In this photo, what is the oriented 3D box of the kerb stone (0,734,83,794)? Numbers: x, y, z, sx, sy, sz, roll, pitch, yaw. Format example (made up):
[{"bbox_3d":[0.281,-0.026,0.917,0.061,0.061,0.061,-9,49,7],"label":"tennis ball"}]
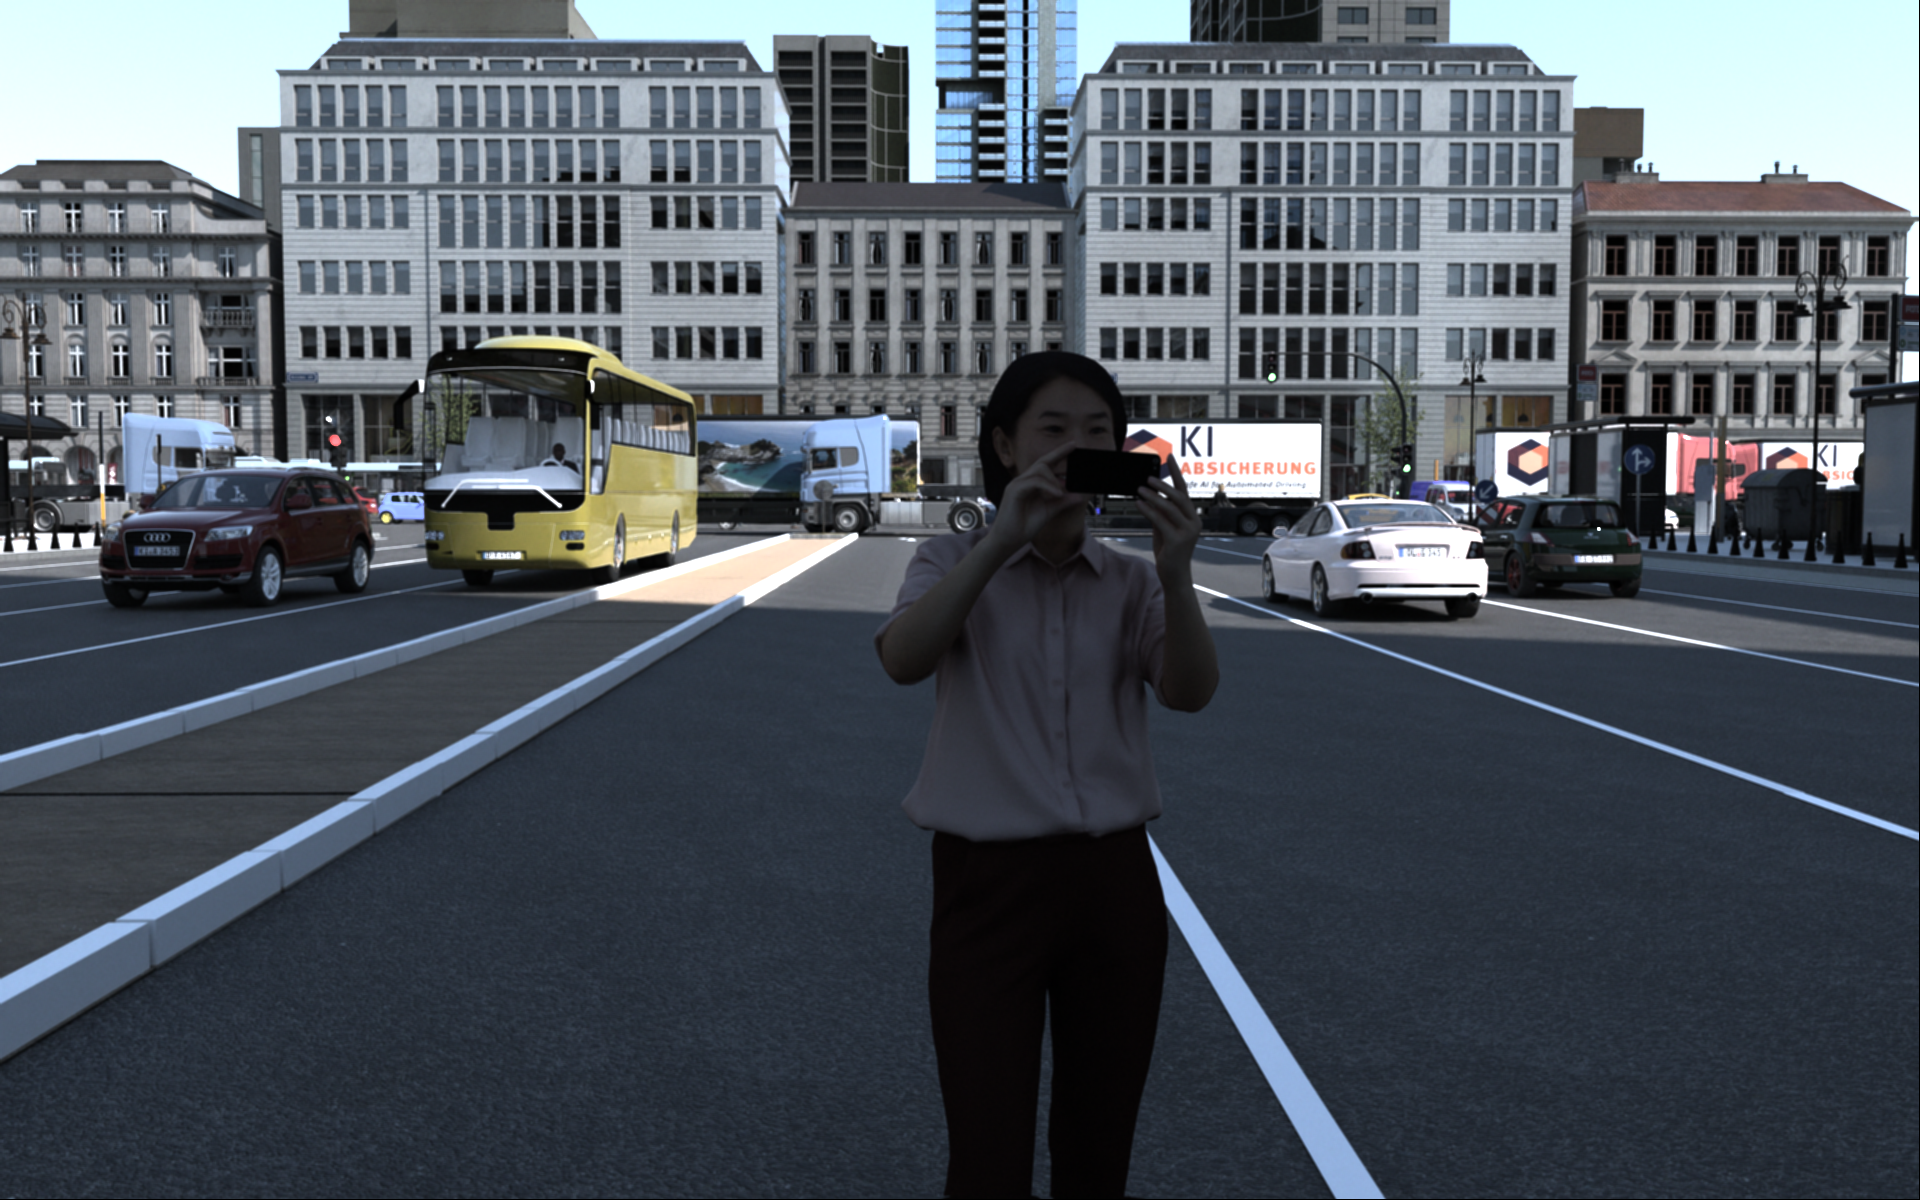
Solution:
[{"bbox_3d":[-4.653,0.821,8.769,0.120,0.150,1.000,0,4,-1],"label":"kerb stone"}]

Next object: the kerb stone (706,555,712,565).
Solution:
[{"bbox_3d":[-5.116,-0.755,34.566,0.120,0.150,1.000,0,4,-1],"label":"kerb stone"}]

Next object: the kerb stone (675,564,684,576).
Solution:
[{"bbox_3d":[-5.033,-0.502,30.430,0.120,0.150,1.000,0,4,-1],"label":"kerb stone"}]

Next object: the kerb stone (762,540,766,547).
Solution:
[{"bbox_3d":[-5.322,-1.448,45.918,0.120,0.150,1.000,0,4,-1],"label":"kerb stone"}]

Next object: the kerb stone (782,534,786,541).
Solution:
[{"bbox_3d":[-5.424,-1.829,52.118,0.120,0.150,1.000,0,4,-1],"label":"kerb stone"}]

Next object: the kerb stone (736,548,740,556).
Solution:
[{"bbox_3d":[-5.213,-1.068,39.738,0.120,0.150,1.000,0,4,-1],"label":"kerb stone"}]

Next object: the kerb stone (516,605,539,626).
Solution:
[{"bbox_3d":[-4.833,0.191,19.071,0.120,0.150,1.000,0,4,-1],"label":"kerb stone"}]

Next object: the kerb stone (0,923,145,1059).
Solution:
[{"bbox_3d":[-2.482,1.071,4.693,0.120,0.150,1.000,0,4,-1],"label":"kerb stone"}]

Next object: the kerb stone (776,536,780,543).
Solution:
[{"bbox_3d":[-5.386,-1.698,50.059,0.120,0.150,1.000,0,4,-1],"label":"kerb stone"}]

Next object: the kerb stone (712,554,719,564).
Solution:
[{"bbox_3d":[-5.129,-0.820,35.600,0.120,0.150,1.000,0,4,-1],"label":"kerb stone"}]

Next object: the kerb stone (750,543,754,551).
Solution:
[{"bbox_3d":[-5.265,-1.262,42.828,0.120,0.150,1.000,0,4,-1],"label":"kerb stone"}]

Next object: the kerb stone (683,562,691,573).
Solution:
[{"bbox_3d":[-5.056,-0.567,31.459,0.120,0.150,1.000,0,4,-1],"label":"kerb stone"}]

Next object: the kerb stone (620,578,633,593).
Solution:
[{"bbox_3d":[-4.947,-0.183,25.259,0.120,0.150,1.000,0,4,-1],"label":"kerb stone"}]

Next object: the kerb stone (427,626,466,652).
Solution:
[{"bbox_3d":[-4.782,0.380,15.980,0.120,0.150,1.000,0,4,-1],"label":"kerb stone"}]

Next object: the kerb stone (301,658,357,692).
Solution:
[{"bbox_3d":[-4.732,0.569,12.886,0.120,0.150,1.000,0,4,-1],"label":"kerb stone"}]

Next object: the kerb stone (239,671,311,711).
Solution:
[{"bbox_3d":[-4.704,0.633,11.858,0.120,0.150,1.000,0,4,-1],"label":"kerb stone"}]

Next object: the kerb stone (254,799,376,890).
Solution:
[{"bbox_3d":[-2.511,0.949,6.757,0.120,0.150,1.000,0,4,-1],"label":"kerb stone"}]

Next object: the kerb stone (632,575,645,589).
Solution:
[{"bbox_3d":[-4.961,-0.250,26.292,0.120,0.150,1.000,0,4,-1],"label":"kerb stone"}]

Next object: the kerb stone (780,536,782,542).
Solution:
[{"bbox_3d":[-5.413,-1.763,51.089,0.120,0.150,1.000,0,4,-1],"label":"kerb stone"}]

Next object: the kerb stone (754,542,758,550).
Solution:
[{"bbox_3d":[-5.284,-1.323,43.860,0.120,0.150,1.000,0,4,-1],"label":"kerb stone"}]

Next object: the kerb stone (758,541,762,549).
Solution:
[{"bbox_3d":[-5.304,-1.388,44.887,0.120,0.150,1.000,0,4,-1],"label":"kerb stone"}]

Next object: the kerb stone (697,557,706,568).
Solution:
[{"bbox_3d":[-5.097,-0.693,33.530,0.120,0.150,1.000,0,4,-1],"label":"kerb stone"}]

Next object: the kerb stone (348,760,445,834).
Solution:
[{"bbox_3d":[-2.528,0.881,7.792,0.120,0.150,1.000,0,4,-1],"label":"kerb stone"}]

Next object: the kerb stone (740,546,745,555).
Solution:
[{"bbox_3d":[-5.227,-1.136,40.766,0.120,0.150,1.000,0,4,-1],"label":"kerb stone"}]

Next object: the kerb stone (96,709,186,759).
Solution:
[{"bbox_3d":[-4.672,0.768,9.798,0.120,0.150,1.000,0,4,-1],"label":"kerb stone"}]

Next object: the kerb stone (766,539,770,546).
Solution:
[{"bbox_3d":[-5.335,-1.515,46.958,0.120,0.150,1.000,0,4,-1],"label":"kerb stone"}]

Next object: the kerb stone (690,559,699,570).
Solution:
[{"bbox_3d":[-5.074,-0.626,32.488,0.120,0.150,1.000,0,4,-1],"label":"kerb stone"}]

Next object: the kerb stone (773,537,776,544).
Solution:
[{"bbox_3d":[-5.376,-1.641,49.022,0.120,0.150,1.000,0,4,-1],"label":"kerb stone"}]

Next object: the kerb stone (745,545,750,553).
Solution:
[{"bbox_3d":[-5.246,-1.197,41.800,0.120,0.150,1.000,0,4,-1],"label":"kerb stone"}]

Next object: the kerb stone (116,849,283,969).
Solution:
[{"bbox_3d":[-2.493,1.008,5.723,0.120,0.150,1.000,0,4,-1],"label":"kerb stone"}]

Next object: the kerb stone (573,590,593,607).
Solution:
[{"bbox_3d":[-4.887,0.002,22.162,0.120,0.150,1.000,0,4,-1],"label":"kerb stone"}]

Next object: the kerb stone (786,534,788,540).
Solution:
[{"bbox_3d":[-5.447,-1.893,53.146,0.120,0.150,1.000,0,4,-1],"label":"kerb stone"}]

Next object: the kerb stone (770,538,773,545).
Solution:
[{"bbox_3d":[-5.355,-1.575,47.989,0.120,0.150,1.000,0,4,-1],"label":"kerb stone"}]

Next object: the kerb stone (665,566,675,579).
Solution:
[{"bbox_3d":[-5.022,-0.439,29.402,0.120,0.150,1.000,0,4,-1],"label":"kerb stone"}]

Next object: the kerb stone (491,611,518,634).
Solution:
[{"bbox_3d":[-4.816,0.255,18.040,0.120,0.150,1.000,0,4,-1],"label":"kerb stone"}]

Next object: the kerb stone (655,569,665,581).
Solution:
[{"bbox_3d":[-5.002,-0.375,28.364,0.120,0.150,1.000,0,4,-1],"label":"kerb stone"}]

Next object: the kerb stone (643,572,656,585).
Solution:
[{"bbox_3d":[-4.983,-0.314,27.336,0.120,0.150,1.000,0,4,-1],"label":"kerb stone"}]

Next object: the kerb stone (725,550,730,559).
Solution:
[{"bbox_3d":[-5.167,-0.941,37.663,0.120,0.150,1.000,0,4,-1],"label":"kerb stone"}]

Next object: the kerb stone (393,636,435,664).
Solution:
[{"bbox_3d":[-4.757,0.447,14.947,0.120,0.150,1.000,0,4,-1],"label":"kerb stone"}]

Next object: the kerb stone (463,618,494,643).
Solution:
[{"bbox_3d":[-4.793,0.317,17.009,0.120,0.150,1.000,0,4,-1],"label":"kerb stone"}]

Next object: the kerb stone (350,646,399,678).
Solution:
[{"bbox_3d":[-4.741,0.508,13.914,0.120,0.150,1.000,0,4,-1],"label":"kerb stone"}]

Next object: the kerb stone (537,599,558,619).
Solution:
[{"bbox_3d":[-4.859,0.129,20.099,0.120,0.150,1.000,0,4,-1],"label":"kerb stone"}]

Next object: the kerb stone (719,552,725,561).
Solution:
[{"bbox_3d":[-5.154,-0.883,36.631,0.120,0.150,1.000,0,4,-1],"label":"kerb stone"}]

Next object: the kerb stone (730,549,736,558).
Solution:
[{"bbox_3d":[-5.189,-1.003,38.698,0.120,0.150,1.000,0,4,-1],"label":"kerb stone"}]

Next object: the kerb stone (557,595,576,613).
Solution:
[{"bbox_3d":[-4.881,0.072,21.130,0.120,0.150,1.000,0,4,-1],"label":"kerb stone"}]

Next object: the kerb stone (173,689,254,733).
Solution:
[{"bbox_3d":[-4.684,0.703,10.826,0.120,0.150,1.000,0,4,-1],"label":"kerb stone"}]

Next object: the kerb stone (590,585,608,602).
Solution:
[{"bbox_3d":[-4.905,-0.061,23.190,0.120,0.150,1.000,0,4,-1],"label":"kerb stone"}]

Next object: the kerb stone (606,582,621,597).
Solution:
[{"bbox_3d":[-4.930,-0.124,24.226,0.120,0.150,1.000,0,4,-1],"label":"kerb stone"}]
